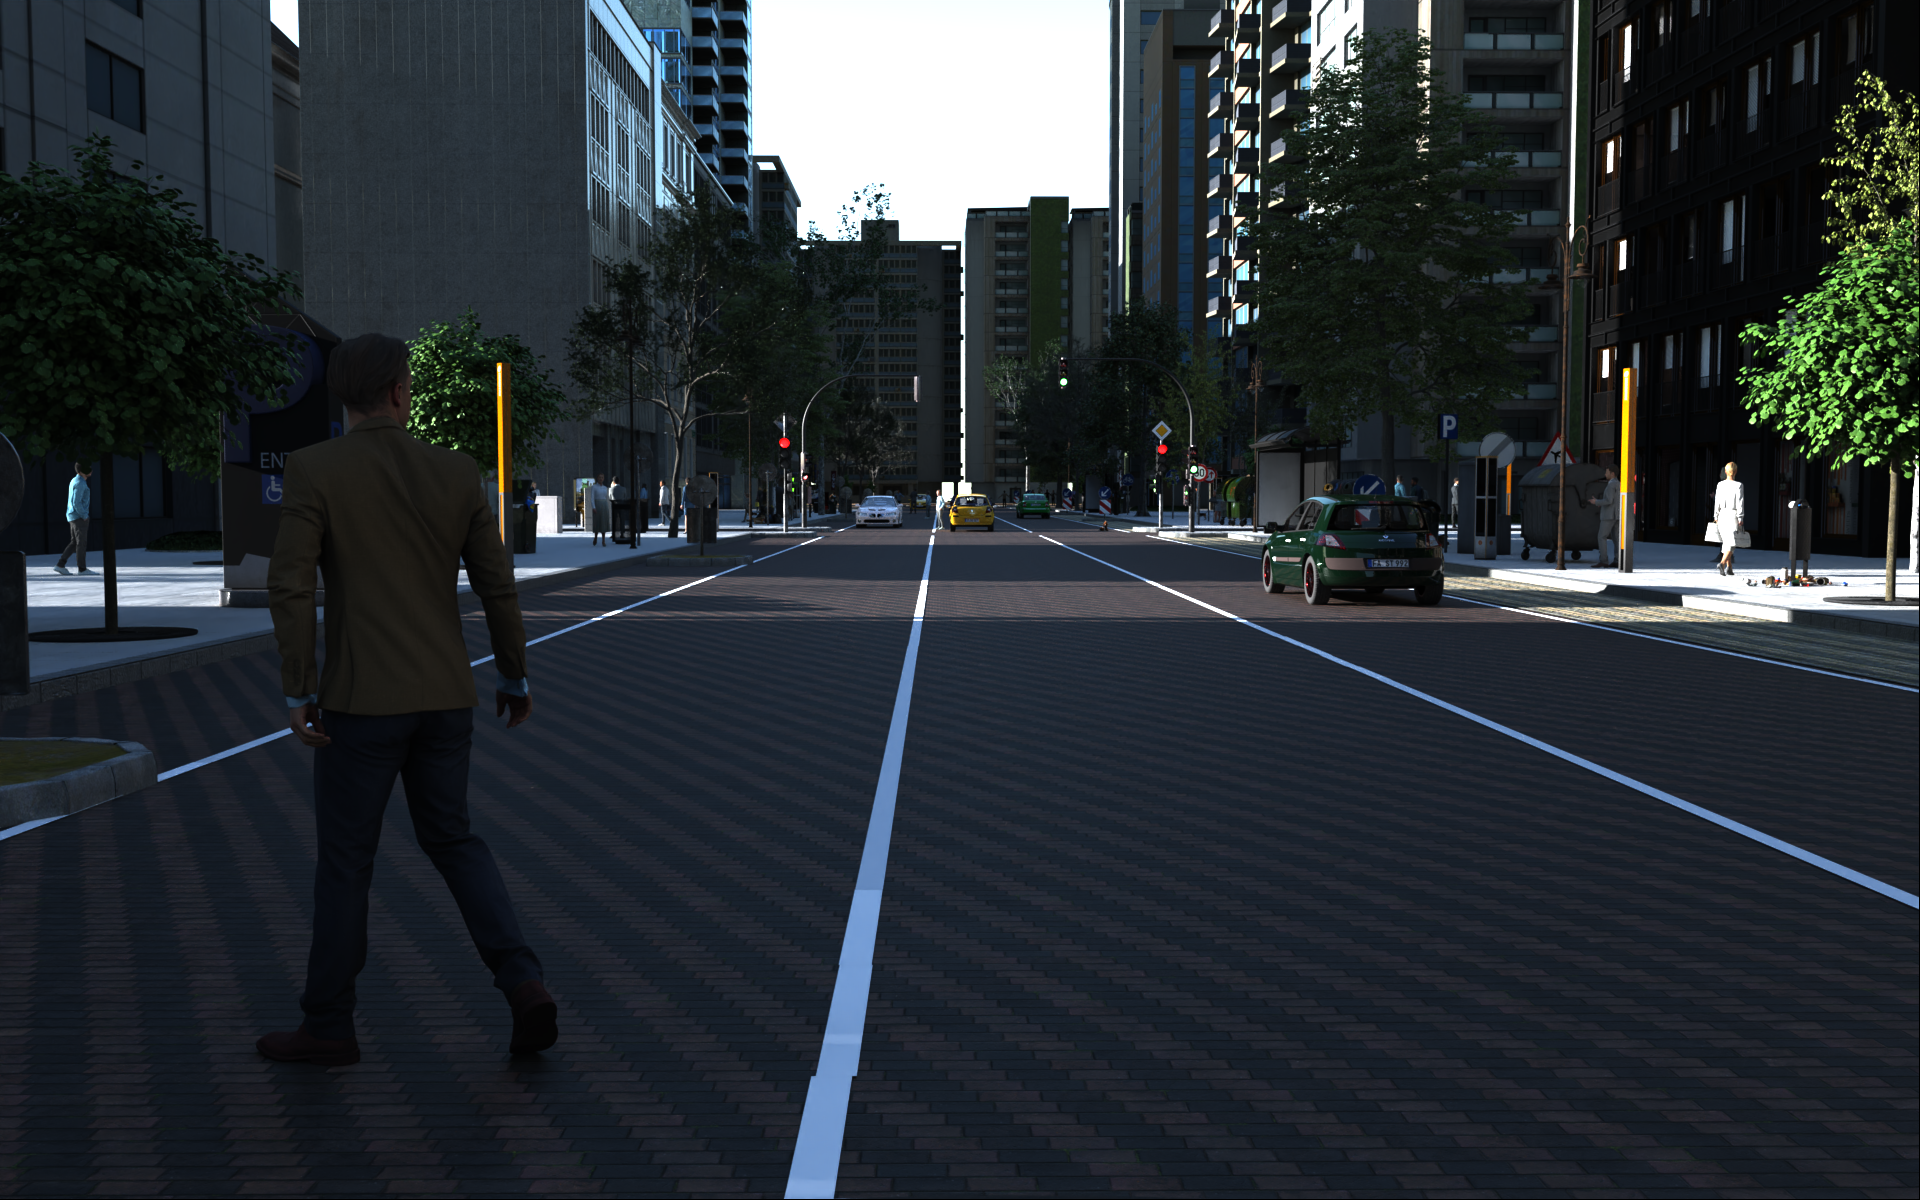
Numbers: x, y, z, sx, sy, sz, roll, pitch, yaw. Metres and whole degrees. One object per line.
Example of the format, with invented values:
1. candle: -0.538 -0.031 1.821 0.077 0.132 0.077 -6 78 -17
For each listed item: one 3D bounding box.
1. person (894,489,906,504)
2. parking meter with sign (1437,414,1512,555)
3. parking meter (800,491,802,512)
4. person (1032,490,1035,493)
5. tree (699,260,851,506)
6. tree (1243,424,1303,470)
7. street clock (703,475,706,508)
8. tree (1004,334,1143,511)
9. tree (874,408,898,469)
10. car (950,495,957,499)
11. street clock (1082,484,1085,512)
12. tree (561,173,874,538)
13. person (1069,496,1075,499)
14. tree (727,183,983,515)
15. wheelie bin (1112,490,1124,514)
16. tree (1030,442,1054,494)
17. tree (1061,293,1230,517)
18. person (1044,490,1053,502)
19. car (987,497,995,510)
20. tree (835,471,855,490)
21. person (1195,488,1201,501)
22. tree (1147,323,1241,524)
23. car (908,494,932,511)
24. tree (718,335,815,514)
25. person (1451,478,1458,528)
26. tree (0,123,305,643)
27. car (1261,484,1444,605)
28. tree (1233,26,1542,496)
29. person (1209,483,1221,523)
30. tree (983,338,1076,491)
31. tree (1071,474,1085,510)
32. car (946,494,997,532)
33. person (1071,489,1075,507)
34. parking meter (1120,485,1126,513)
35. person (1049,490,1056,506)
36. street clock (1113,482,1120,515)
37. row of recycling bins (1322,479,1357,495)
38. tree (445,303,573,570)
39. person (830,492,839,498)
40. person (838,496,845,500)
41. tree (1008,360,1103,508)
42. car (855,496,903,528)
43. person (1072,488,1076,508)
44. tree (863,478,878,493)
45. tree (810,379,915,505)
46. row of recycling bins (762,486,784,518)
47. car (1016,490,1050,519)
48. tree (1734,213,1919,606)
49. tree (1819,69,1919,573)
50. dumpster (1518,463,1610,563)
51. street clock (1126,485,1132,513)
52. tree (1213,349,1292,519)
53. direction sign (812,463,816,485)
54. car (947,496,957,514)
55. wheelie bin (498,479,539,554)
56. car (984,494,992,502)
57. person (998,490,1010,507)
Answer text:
1. person: -5.117 -8.289 144.005 1.348 1.826 0.705 1 4 21
2. parking meter with sign: 11.044 -2.496 37.074 0.543 3.016 1.738 -2 4 -31
3. parking meter: -11.017 -6.891 121.076 0.372 1.533 0.369 0 3 0
4. person: 9.083 -12.817 215.566 1.348 1.831 0.705 1 4 13
5. tree: -9.136 -10.137 83.863 7.486 12.596 7.792 0 3 0
6. tree: 14.901 -5.985 81.576 4.285 4.588 4.351 0 3 0
7. street clock: -9.873 -3.794 66.603 0.358 2.002 0.471 -2 4 -30
8. tree: 9.002 -13.551 131.929 12.009 13.543 11.850 0 3 0
9. tree: -9.340 -12.358 136.457 8.767 10.594 7.601 -2 4 -33
10. car: -0.246 -12.083 210.132 1.945 1.354 3.894 0 3 0
11. street clock: 8.647 -7.107 120.774 0.358 2.002 0.471 0 4 7
12. tree: -8.166 -7.099 50.487 7.601 10.594 8.767 2 4 30
13. person: 9.605 -8.657 150.810 0.991 1.433 0.599 -2 4 -25
14. tree: -7.047 -15.204 104.476 12.611 20.169 13.585 0 3 0
15. wheelie bin: 10.240 -6.401 112.563 0.693 1.594 0.980 1 4 22
16. tree: 9.146 -14.362 185.174 4.737 8.622 4.395 0 3 0
17. tree: 10.559 -11.114 98.714 9.611 12.733 9.660 0 3 0
18. person: 8.551 -9.905 168.809 1.217 1.723 0.721 2 4 30
19. car: 0.811 -4.557 87.082 1.945 1.354 3.894 0 4 -1
20. tree: -9.595 -9.259 145.979 1.663 3.219 1.824 0 3 0
21. person: 19.581 -8.386 143.183 0.705 1.821 1.348 3 4 37
22. tree: 10.300 -7.634 75.185 4.737 8.622 4.395 0 3 0
23. car: -3.329 -8.228 144.755 2.015 1.641 3.980 0 4 -1
24. tree: -8.559 -7.770 77.408 4.360 8.622 3.978 0 3 0
25. person: 18.820 -3.670 65.402 0.474 1.900 0.648 -1 4 -13
26. tree: -7.752 -1.946 15.528 4.285 4.588 4.351 0 3 0
27. car: 5.322 -0.859 23.831 2.009 1.686 4.222 0 4 -2
28. tree: 10.306 -7.647 43.152 7.486 12.596 7.792 0 3 0
29. person: 11.498 -4.342 77.392 0.716 1.782 0.532 0 4 -2
30. tree: 9.406 -21.588 208.847 12.611 20.169 13.585 0 3 0
31. tree: 10.079 -9.121 143.728 1.663 3.219 1.824 0 3 0
32. car: 0.460 -3.503 67.495 2.015 1.641 3.980 0 4 0
33. person: 11.633 -10.520 178.054 1.348 1.823 0.705 3 5 39
34. parking meter: 10.883 -6.719 115.568 0.399 1.863 0.255 -1 4 -20
35. person: 10.297 -11.333 192.060 1.217 1.735 0.721 3 4 38
36. street clock: 9.477 -6.141 104.980 0.358 2.002 0.471 3 4 38
37. row of recycling bins: 10.689 -2.470 47.499 1.069 1.692 3.534 0 4 1
38. tree: -8.390 -2.823 29.877 4.285 4.588 4.351 0 3 0
39. person: -16.065 -12.949 220.936 1.217 1.735 0.721 1 4 9
40. person: -12.590 -10.959 186.017 1.217 1.735 0.721 2 4 32
41. tree: 9.219 -15.508 160.207 9.857 13.997 8.962 0 3 0
42. car: -3.472 -3.826 74.915 2.083 1.381 4.827 0 4 1
43. person: 10.324 -9.324 158.357 0.709 1.838 0.599 2 4 28
44. tree: -10.522 -12.848 204.666 1.663 3.219 1.824 0 3 0
45. tree: -10.527 -16.706 183.519 12.009 13.543 11.850 0 3 0
46. row of recycling bins: -10.099 -5.330 94.256 1.069 1.692 3.534 -1 4 -14
47. car: 4.297 -5.713 102.210 1.959 1.807 4.718 0 4 -2
48. tree: 11.044 -2.236 20.277 4.285 4.588 4.351 0 3 0
49. tree: 15.837 -4.752 28.055 4.737 8.622 4.395 0 3 0
50. dumpster: 11.471 -1.655 32.810 1.264 1.857 1.865 0 4 -1
51. street clock: 11.380 -6.894 117.292 0.471 2.002 0.358 0 4 -3
52. tree: 14.788 -8.470 88.852 4.360 8.622 3.978 0 3 0
53. direction sign: -10.765 -8.313 127.917 0.379 3.537 0.876 1 4 14
54. car: 0.038 -7.078 128.306 1.945 1.354 3.894 0 4 -1
55. wheelie bin: -9.544 -1.804 37.408 0.980 1.594 0.693 1 4 16
56. car: 2.492 -10.767 188.044 2.014 1.417 4.499 0 4 -1
57. person: 4.761 -10.846 185.843 1.348 1.823 0.705 -1 4 -13
